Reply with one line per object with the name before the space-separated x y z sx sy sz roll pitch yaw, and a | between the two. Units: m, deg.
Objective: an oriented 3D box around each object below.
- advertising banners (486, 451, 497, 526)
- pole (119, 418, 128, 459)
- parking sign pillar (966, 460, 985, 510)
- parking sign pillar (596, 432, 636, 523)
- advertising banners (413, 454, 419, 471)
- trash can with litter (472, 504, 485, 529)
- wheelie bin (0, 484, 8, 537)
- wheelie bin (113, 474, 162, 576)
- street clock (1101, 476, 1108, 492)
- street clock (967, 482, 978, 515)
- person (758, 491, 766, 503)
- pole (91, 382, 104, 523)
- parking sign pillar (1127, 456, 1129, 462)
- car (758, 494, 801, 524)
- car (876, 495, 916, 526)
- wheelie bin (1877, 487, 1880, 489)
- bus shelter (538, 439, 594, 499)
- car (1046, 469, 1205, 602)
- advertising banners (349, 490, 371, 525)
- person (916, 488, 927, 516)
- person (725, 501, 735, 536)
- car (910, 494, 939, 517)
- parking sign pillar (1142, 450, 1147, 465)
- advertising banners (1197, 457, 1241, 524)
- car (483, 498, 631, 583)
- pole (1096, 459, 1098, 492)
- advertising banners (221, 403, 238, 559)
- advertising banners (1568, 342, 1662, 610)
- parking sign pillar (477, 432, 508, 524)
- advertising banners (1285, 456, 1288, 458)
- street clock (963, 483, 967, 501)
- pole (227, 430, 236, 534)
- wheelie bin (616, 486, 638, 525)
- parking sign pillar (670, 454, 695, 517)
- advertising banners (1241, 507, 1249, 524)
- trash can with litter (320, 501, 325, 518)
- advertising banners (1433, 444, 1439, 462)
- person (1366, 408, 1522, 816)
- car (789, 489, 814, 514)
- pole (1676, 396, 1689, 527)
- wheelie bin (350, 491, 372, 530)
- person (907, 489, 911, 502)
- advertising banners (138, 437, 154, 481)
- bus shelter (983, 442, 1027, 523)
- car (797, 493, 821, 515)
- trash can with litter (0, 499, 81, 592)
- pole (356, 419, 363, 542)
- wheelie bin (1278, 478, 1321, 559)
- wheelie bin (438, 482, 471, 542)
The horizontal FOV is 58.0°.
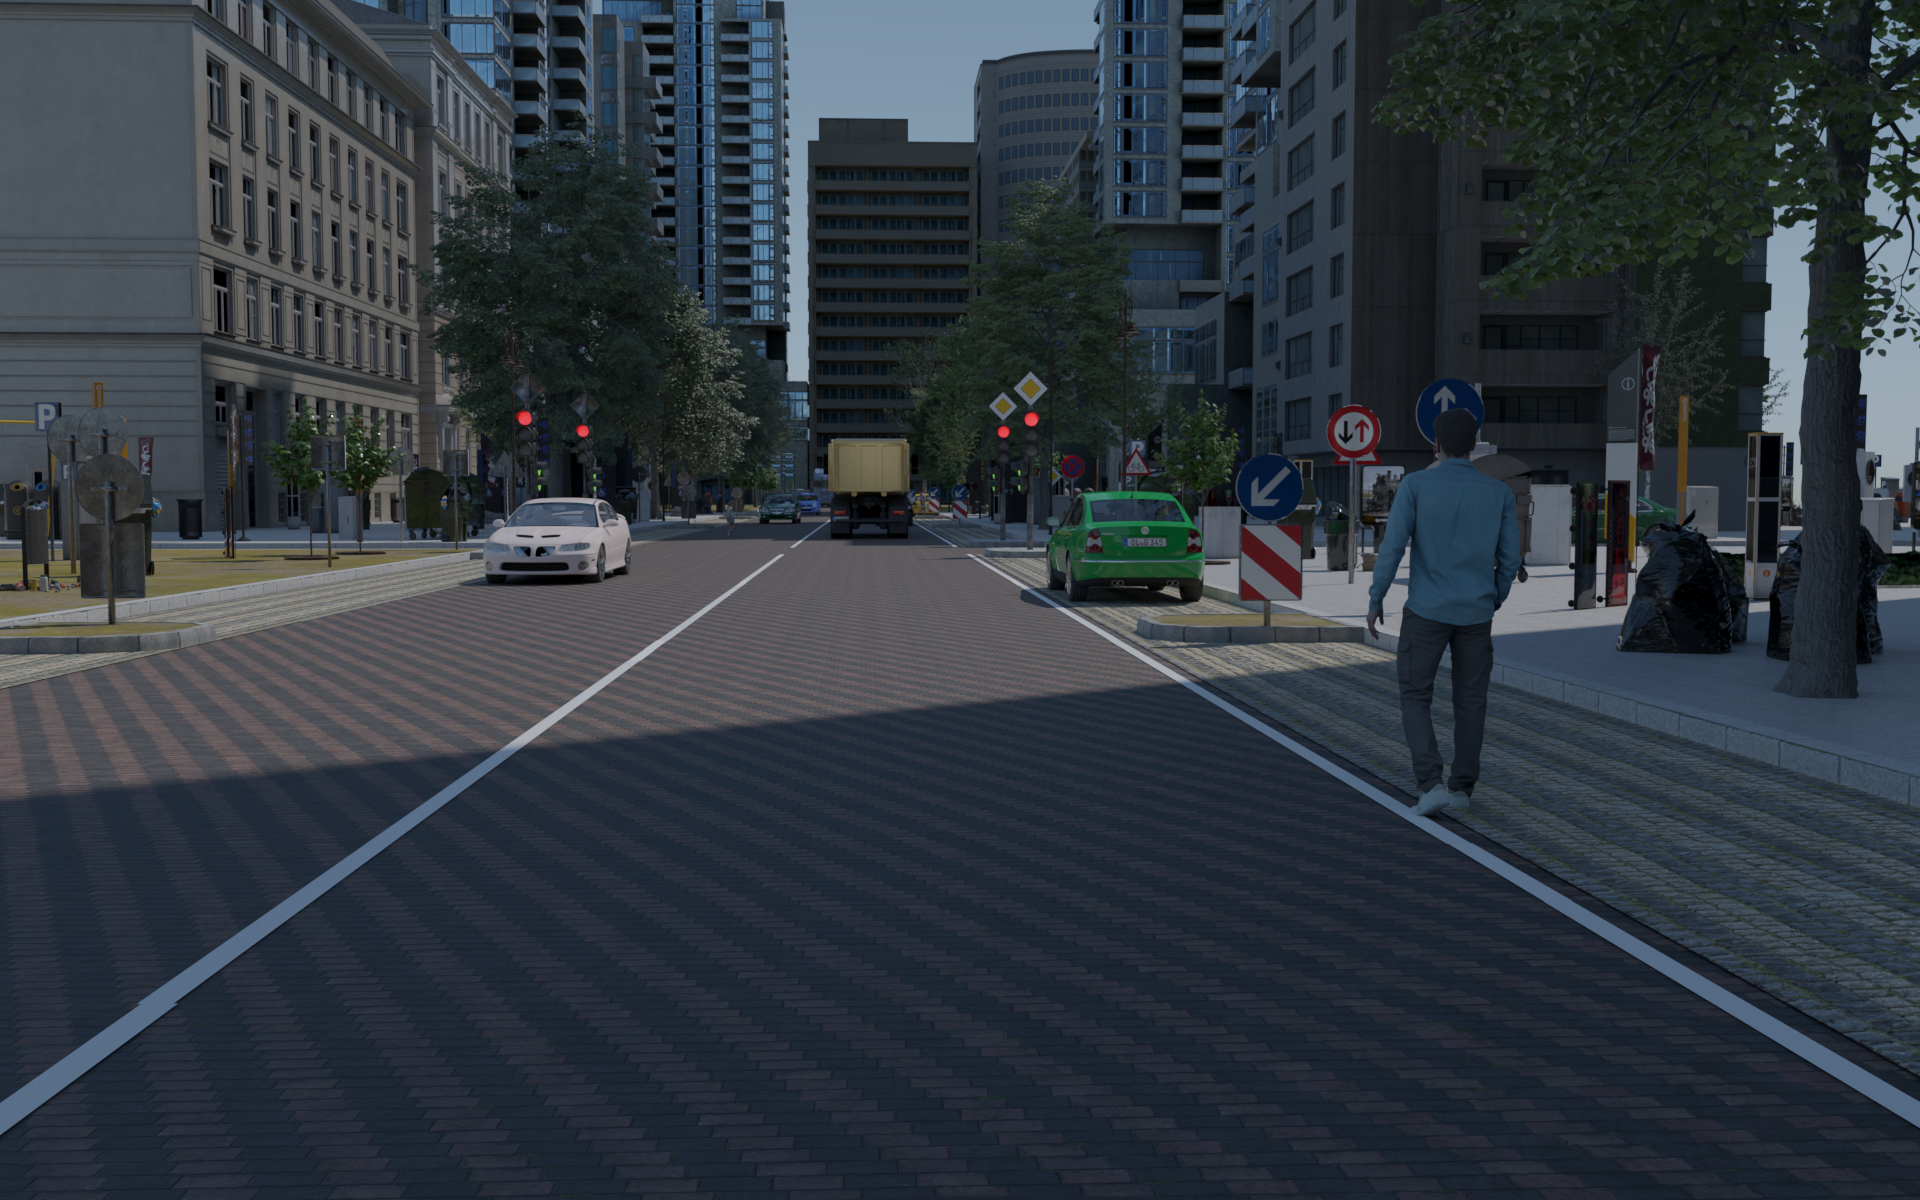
advertising banners | -19.632 -4.521 70.111 2.074 3.025 0.090 1 4 12
pole | -22.435 -3.219 46.467 0.158 3.312 0.155 0 3 0
parking sign pillar | 1.104 -8.019 119.577 1.447 3.967 1.447 1 4 21
parking sign pillar | -14.956 -5.353 75.991 1.447 3.967 1.447 3 4 36
advertising banners | -23.403 -4.886 76.081 0.090 3.025 2.074 1 4 23
trash can with litter | -17.759 -3.193 63.600 0.624 1.170 1.055 -1 4 -20
wheelie bin | -28.860 -2.705 52.141 0.980 1.594 0.693 0 4 -2
wheelie bin | -13.116 -1.183 27.256 0.980 1.594 0.693 -2 4 -33
street clock | 5.905 -4.054 70.855 0.358 2.002 0.471 0 4 -2
street clock | 0.861 -6.326 108.002 0.471 2.002 0.358 -3 4 -36
person | -22.945 -11.839 202.154 1.350 1.814 0.705 1 4 11
pole | -15.734 -2.315 31.688 0.158 3.312 0.155 0 3 0
parking sign pillar | 11.400 -7.671 113.891 1.447 3.967 1.447 0 4 3
car | -8.791 -4.465 84.803 2.131 1.459 4.920 0 4 -2
car | -3.016 -4.243 79.167 2.009 1.686 4.222 0 4 -3
wheelie bin | 43.877 -4.576 82.731 0.693 1.594 0.980 3 5 44
bus shelter | -16.906 -5.136 75.258 1.731 3.624 6.357 0 4 -3
car | 2.249 -0.952 24.362 1.959 1.807 4.718 0 4 -3
advertising banners | -24.625 -4.498 69.737 0.090 3.025 2.074 2 4 33
person | -2.281 -5.823 103.802 0.778 1.811 0.616 0 4 7
person | -7.839 -2.765 58.728 0.382 1.210 0.505 -2 4 -33
car | -2.262 -5.987 108.107 2.015 1.641 3.980 0 4 -5
parking sign pillar | 10.589 -6.532 95.275 1.447 3.967 1.447 1 4 21
advertising banners | 7.657 -3.425 52.189 0.090 3.025 2.074 -2 4 -31
car | -6.761 -1.045 29.443 2.083 1.381 4.827 0 4 -2
pole | 7.954 -6.560 101.105 0.158 3.312 0.155 0 3 0
advertising banners | -14.487 -2.335 34.368 0.090 3.025 2.074 -2 4 -30
advertising banners | 7.474 -1.436 19.672 2.074 3.025 0.090 -3 5 -43
parking sign pillar | -20.347 -5.308 75.256 1.447 3.967 1.447 2 4 25
advertising banners | 14.559 -4.777 74.286 2.074 3.025 0.090 1 4 17
street clock | 0.422 -6.443 109.920 0.471 2.002 0.358 -1 4 -12
pole | -23.269 -3.760 55.323 0.158 3.312 0.155 0 3 0
wheelie bin | -14.998 -4.332 78.734 0.980 1.594 0.693 -2 4 -31
parking sign pillar | -15.765 -6.728 98.469 1.447 3.967 1.447 1 4 19
advertising banners | 10.183 -4.256 65.780 2.074 3.025 0.090 -2 4 -33
trash can with litter | -24.400 -3.377 66.602 0.624 1.170 1.055 2 4 24
advertising banners | 15.083 -3.402 51.813 2.074 3.025 0.090 3 4 37
person | 2.191 0.044 7.795 0.660 1.820 0.620 0 4 -3
car | -11.830 -7.315 128.268 2.281 1.827 5.304 0 4 -5
pole | 15.068 -2.587 36.133 0.158 3.312 0.155 0 3 0
wheelie bin | -21.545 -3.321 62.200 0.693 1.594 0.980 -3 5 -42
person | -3.525 -6.946 122.412 0.624 1.780 0.694 0 4 1
advertising banners | -25.703 -3.493 53.305 2.074 3.025 0.090 1 4 11
bus shelter | 2.120 -5.349 78.740 1.731 3.624 6.357 0 4 -3
car | -10.500 -6.710 119.297 1.945 1.707 3.694 0 4 -2
trash can with litter | -12.297 -0.770 23.643 1.678 1.210 2.233 0 4 2
pole | -16.011 -3.197 46.117 0.158 3.312 0.155 0 3 0
wheelie bin | 6.609 -1.609 34.209 0.980 1.594 0.693 0 4 -8
wheelie bin | -13.550 -2.360 46.497 0.693 1.594 0.980 0 4 8
